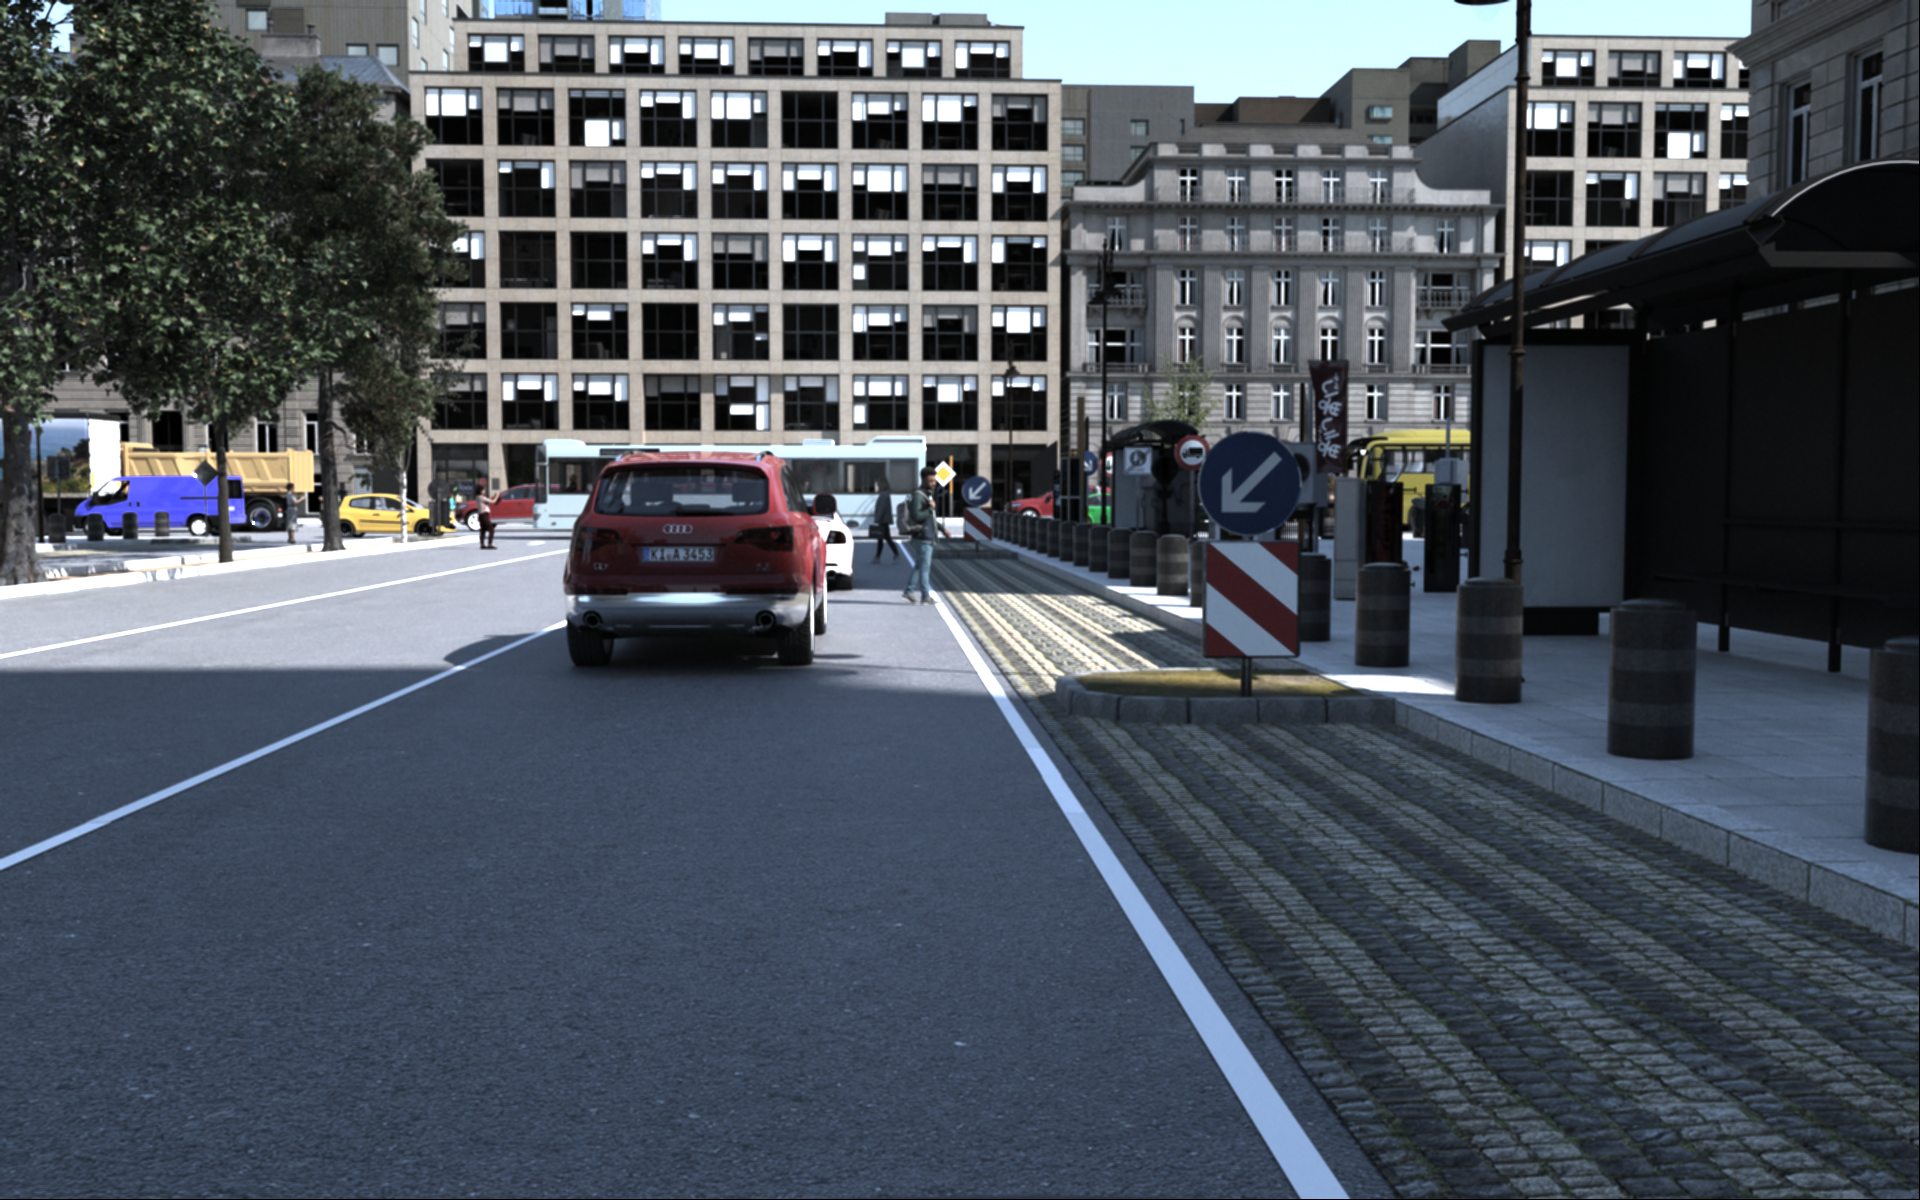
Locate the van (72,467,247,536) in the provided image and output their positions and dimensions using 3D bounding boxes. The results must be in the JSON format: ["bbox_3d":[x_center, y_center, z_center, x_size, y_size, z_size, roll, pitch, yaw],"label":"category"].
[{"bbox_3d":[-26.797,-3.274,57.907,5.245,2.365,2.240,0,4,-3],"label":"van"}]

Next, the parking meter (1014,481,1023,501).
[{"bbox_3d":[2.712,-4.565,80.354,0.399,1.863,0.255,-1,4,-18],"label":"parking meter"}]

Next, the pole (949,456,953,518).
[{"bbox_3d":[-0.483,-6.025,92.354,0.158,3.312,0.155,0,3,0],"label":"pole"}]

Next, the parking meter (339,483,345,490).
[{"bbox_3d":[-44.047,-7.193,123.318,0.255,1.863,0.399,0,4,-6],"label":"parking meter"}]

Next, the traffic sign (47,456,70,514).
[{"bbox_3d":[-24.059,-2.699,46.251,0.606,2.300,0.079,0,3,0],"label":"traffic sign"}]

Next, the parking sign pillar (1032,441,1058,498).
[{"bbox_3d":[4.297,-6.056,87.487,1.447,3.967,1.447,1,4,15],"label":"parking sign pillar"}]

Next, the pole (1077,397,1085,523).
[{"bbox_3d":[2.534,-2.602,36.381,0.158,3.312,0.155,0,3,0],"label":"pole"}]

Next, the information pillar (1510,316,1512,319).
[{"bbox_3d":[7.190,-1.932,22.951,0.183,3.616,0.504,-1,4,-15],"label":"information pillar"}]

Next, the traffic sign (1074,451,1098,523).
[{"bbox_3d":[3.672,-3.102,50.822,0.768,2.556,0.104,0,4,6],"label":"traffic sign"}]

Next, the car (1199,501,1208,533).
[{"bbox_3d":[7.621,-3.012,59.031,4.222,1.686,2.009,0,4,-3],"label":"car"}]

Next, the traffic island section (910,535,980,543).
[{"bbox_3d":[-0.478,-1.831,52.214,2.009,0.180,2.903,0,4,-3],"label":"traffic island section"}]

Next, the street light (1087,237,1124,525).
[{"bbox_3d":[2.621,-3.588,31.449,0.468,5.910,1.993,0,4,-3],"label":"street light"}]

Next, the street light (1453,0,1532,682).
[{"bbox_3d":[3.772,-2.379,11.685,0.468,5.910,1.993,0,4,-3],"label":"street light"}]

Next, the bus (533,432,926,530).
[{"bbox_3d":[-7.756,-3.728,55.805,13.247,3.499,2.948,0,4,-3],"label":"bus"}]

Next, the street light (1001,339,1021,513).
[{"bbox_3d":[1.512,-4.820,51.597,0.468,5.910,1.993,0,4,-3],"label":"street light"}]

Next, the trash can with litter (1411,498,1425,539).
[{"bbox_3d":[13.523,-2.377,50.246,0.624,1.170,1.055,-1,4,-12],"label":"trash can with litter"}]

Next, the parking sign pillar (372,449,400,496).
[{"bbox_3d":[-28.575,-5.977,86.194,1.447,3.967,1.447,-2,4,-24],"label":"parking sign pillar"}]

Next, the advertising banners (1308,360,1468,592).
[{"bbox_3d":[5.565,-1.614,22.581,2.074,3.025,0.090,0,4,5],"label":"advertising banners"}]

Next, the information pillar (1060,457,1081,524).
[{"bbox_3d":[2.197,-1.829,34.388,0.304,2.012,0.304,-2,4,-30],"label":"information pillar"}]

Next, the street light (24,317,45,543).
[{"bbox_3d":[-23.892,-4.409,44.873,0.468,5.910,1.993,0,4,-3],"label":"street light"}]

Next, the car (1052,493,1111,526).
[{"bbox_3d":[5.819,-3.422,64.739,4.718,1.807,1.959,0,4,-2],"label":"car"}]

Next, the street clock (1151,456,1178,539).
[{"bbox_3d":[3.917,-1.750,33.180,0.471,2.002,0.358,-1,4,-13],"label":"street clock"}]

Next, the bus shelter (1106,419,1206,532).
[{"bbox_3d":[5.513,-3.413,49.728,2.014,3.302,5.546,0,4,-3],"label":"bus shelter"}]

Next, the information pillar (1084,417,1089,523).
[{"bbox_3d":[3.806,-3.748,52.637,0.183,3.616,0.504,-1,4,-12],"label":"information pillar"}]

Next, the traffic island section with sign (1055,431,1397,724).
[{"bbox_3d":[1.679,-0.186,11.667,1.989,1.847,2.006,0,4,-3],"label":"traffic island section with sign"}]

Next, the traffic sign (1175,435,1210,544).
[{"bbox_3d":[4.984,-2.268,37.191,0.768,2.556,0.104,0,4,3],"label":"traffic sign"}]

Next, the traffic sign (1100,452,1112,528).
[{"bbox_3d":[4.659,-3.240,53.082,0.768,2.556,0.104,0,4,5],"label":"traffic sign"}]

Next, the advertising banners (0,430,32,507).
[{"bbox_3d":[-26.517,-3.164,47.927,2.074,3.025,0.090,1,4,14],"label":"advertising banners"}]

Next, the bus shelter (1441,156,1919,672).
[{"bbox_3d":[5.534,-1.178,13.176,2.014,3.302,5.546,0,4,-3],"label":"bus shelter"}]

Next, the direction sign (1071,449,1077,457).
[{"bbox_3d":[5.987,-5.809,86.977,0.876,3.537,0.379,-1,4,-10],"label":"direction sign"}]

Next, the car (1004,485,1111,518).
[{"bbox_3d":[4.572,-4.111,75.893,5.304,1.827,2.281,0,4,-4],"label":"car"}]

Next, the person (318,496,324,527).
[{"bbox_3d":[-27.661,-3.833,75.082,0.435,1.345,0.340,3,5,43],"label":"person"}]

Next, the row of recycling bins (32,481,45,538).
[{"bbox_3d":[-28.766,-2.669,50.757,3.534,1.692,1.069,-1,4,-11],"label":"row of recycling bins"}]

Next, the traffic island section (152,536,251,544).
[{"bbox_3d":[-22.239,-1.761,51.065,2.009,0.180,2.903,0,4,-3],"label":"traffic island section"}]

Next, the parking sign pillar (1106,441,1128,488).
[{"bbox_3d":[7.850,-6.023,86.944,1.447,3.967,1.447,-2,4,-29],"label":"parking sign pillar"}]

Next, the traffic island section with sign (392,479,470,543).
[{"bbox_3d":[-15.685,-2.661,51.647,2.006,1.907,1.989,0,4,-3],"label":"traffic island section with sign"}]

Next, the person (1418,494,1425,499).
[{"bbox_3d":[16.020,-3.103,59.595,0.532,1.782,0.716,-1,4,-15],"label":"person"}]

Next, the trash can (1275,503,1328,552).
[{"bbox_3d":[5.354,-0.985,27.759,0.748,1.137,0.748,0,3,0],"label":"trash can"}]

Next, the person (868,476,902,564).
[{"bbox_3d":[-1.559,-1.646,35.594,0.728,1.800,0.709,0,4,7],"label":"person"}]

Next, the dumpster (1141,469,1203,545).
[{"bbox_3d":[5.082,-2.186,41.500,1.264,1.857,1.865,0,4,-3],"label":"dumpster"}]

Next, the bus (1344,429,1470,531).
[{"bbox_3d":[20.507,-4.578,66.397,12.252,3.916,2.896,0,4,-3],"label":"bus"}]

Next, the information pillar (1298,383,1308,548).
[{"bbox_3d":[7.271,-2.773,36.695,0.183,3.616,0.504,1,4,21],"label":"information pillar"}]

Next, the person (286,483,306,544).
[{"bbox_3d":[-19.142,-2.494,49.852,0.524,1.755,0.480,-3,4,-38],"label":"person"}]

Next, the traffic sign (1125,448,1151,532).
[{"bbox_3d":[3.880,-2.183,37.828,0.606,2.300,0.079,0,4,2],"label":"traffic sign"}]

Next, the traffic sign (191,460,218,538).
[{"bbox_3d":[-22.216,-2.897,51.005,0.795,2.450,0.064,0,4,-3],"label":"traffic sign"}]

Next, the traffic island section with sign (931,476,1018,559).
[{"bbox_3d":[0.237,-1.844,38.780,1.989,1.847,2.006,0,4,-3],"label":"traffic island section with sign"}]

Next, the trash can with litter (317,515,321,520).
[{"bbox_3d":[-30.744,-4.462,84.348,1.055,1.170,0.624,-2,4,-26],"label":"trash can with litter"}]

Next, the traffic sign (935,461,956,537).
[{"bbox_3d":[-0.501,-2.966,52.136,0.795,2.450,0.064,0,4,-3],"label":"traffic sign"}]

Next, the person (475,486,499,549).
[{"bbox_3d":[-12.306,-2.150,45.119,0.566,1.644,0.517,0,4,2],"label":"person"}]

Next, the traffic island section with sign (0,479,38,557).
[{"bbox_3d":[-21.197,-1.763,37.457,1.989,1.847,2.006,0,4,-3],"label":"traffic island section with sign"}]

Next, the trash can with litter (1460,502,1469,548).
[{"bbox_3d":[11.897,-1.808,40.943,0.624,1.170,1.055,-2,4,-27],"label":"trash can with litter"}]

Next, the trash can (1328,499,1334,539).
[{"bbox_3d":[10.511,-2.304,49.322,0.748,1.137,0.748,0,3,0],"label":"trash can"}]

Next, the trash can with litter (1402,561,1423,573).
[{"bbox_3d":[7.210,-1.102,29.068,1.678,1.210,2.233,3,5,42],"label":"trash can with litter"}]

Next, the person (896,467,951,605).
[{"bbox_3d":[-0.464,-0.826,22.346,0.721,1.781,0.623,0,4,-2],"label":"person"}]
